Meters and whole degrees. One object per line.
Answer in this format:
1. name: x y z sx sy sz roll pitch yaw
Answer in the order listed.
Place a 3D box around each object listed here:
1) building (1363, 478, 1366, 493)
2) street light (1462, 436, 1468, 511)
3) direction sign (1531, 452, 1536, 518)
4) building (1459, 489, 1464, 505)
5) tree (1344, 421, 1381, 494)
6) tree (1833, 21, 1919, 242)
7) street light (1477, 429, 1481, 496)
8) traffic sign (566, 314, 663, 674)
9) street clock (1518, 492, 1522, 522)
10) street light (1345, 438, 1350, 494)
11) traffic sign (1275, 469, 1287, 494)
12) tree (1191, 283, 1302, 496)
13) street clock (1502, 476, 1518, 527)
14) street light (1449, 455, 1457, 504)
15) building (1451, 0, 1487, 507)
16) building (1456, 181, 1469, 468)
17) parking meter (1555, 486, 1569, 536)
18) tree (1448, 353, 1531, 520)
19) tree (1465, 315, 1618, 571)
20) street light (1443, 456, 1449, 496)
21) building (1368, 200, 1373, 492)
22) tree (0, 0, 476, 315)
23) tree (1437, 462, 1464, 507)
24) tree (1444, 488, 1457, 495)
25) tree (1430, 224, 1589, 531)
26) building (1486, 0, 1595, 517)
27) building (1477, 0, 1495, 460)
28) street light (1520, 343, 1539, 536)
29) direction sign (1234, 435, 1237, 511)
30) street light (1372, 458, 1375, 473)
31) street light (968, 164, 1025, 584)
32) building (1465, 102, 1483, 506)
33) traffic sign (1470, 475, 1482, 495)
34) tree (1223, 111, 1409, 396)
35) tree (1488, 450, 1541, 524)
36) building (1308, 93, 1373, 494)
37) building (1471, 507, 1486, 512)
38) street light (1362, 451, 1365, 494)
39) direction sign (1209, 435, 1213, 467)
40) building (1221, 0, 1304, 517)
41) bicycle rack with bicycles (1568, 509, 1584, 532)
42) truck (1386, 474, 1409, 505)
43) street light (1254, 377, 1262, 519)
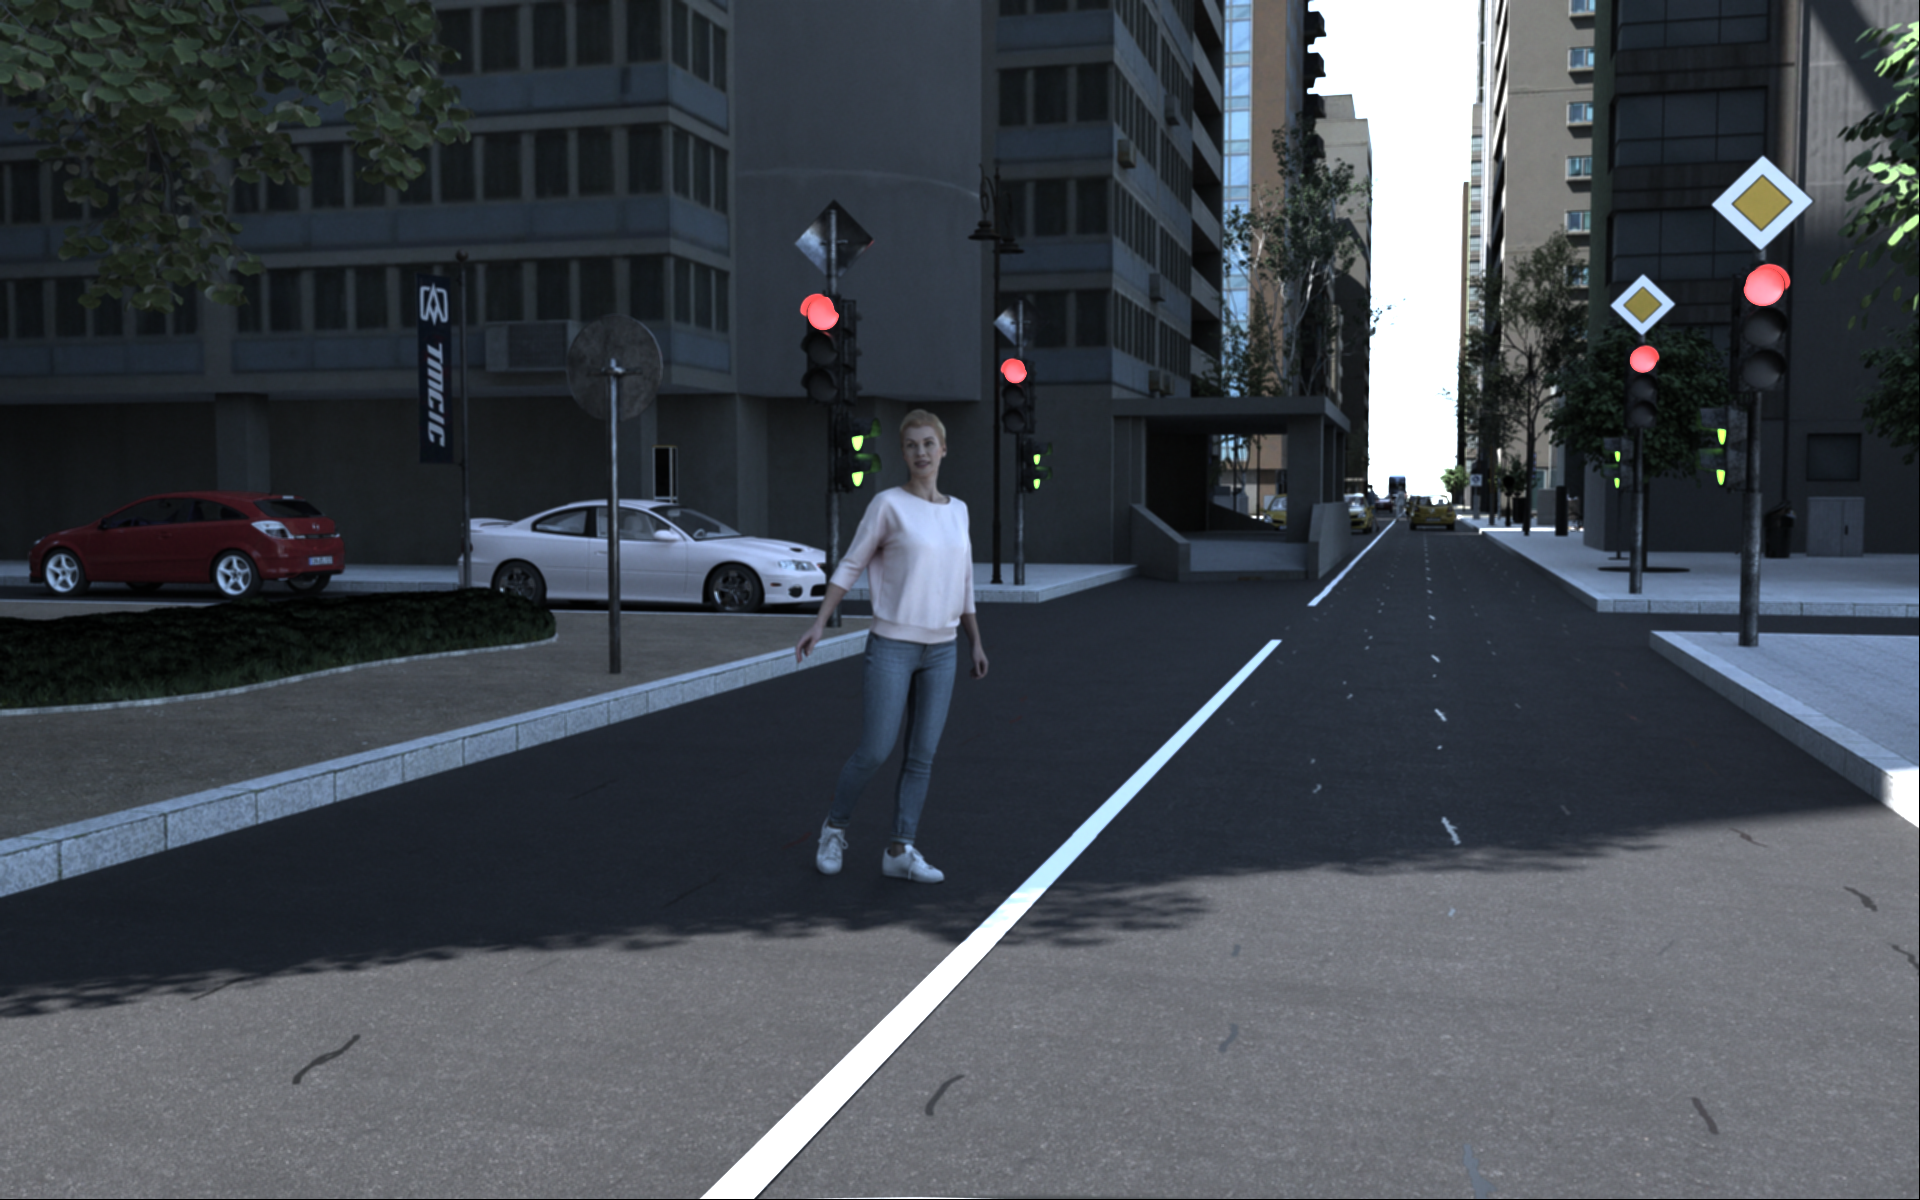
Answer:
1. building: 29.155 -30.756 194.735 32.217 40.220 23.993 1 4 15
2. street light: 37.123 -9.459 127.438 0.468 5.910 1.993 1 4 15
3. direction sign: 30.830 -6.207 93.485 0.379 3.537 0.876 -1 4 -10
4. building: 74.501 -30.986 198.496 32.217 40.220 23.993 1 4 15
5. tree: 39.031 -13.430 169.940 4.360 8.622 3.978 0 3 0
6. tree: 5.737 -1.469 7.724 4.285 4.588 4.351 0 3 0
7. street light: 28.328 -7.439 94.417 0.468 5.910 1.993 1 4 15
8. traffic sign: -2.469 -0.747 12.320 0.768 2.556 0.104 1 4 18
9. street clock: 25.033 -4.478 77.784 0.358 2.002 0.471 2 4 27
10. street light: 31.233 -10.229 140.028 0.468 5.910 1.993 1 4 15
11. traffic sign: 13.258 -4.227 71.237 0.606 2.300 0.079 1 4 19
12. tree: 10.051 -6.793 61.427 4.737 8.622 4.395 0 3 0
13. street clock: 21.665 -3.904 68.408 0.471 2.002 0.358 1 4 22
14. street light: 47.934 -11.929 167.833 0.468 5.910 1.993 1 4 15
15. building: 74.023 -47.875 221.005 20.563 71.187 20.611 1 4 15
16. building: 76.109 -36.031 239.217 14.600 45.320 14.200 1 4 15
17. parking meter: 18.454 -2.732 53.087 0.372 1.533 0.369 0 3 0
18. tree: 26.644 -8.297 86.024 4.360 8.622 3.978 0 3 0
19. tree: 11.502 -2.761 28.856 4.285 4.588 4.351 0 3 0
20. street light: 58.492 -14.364 207.645 0.468 5.910 1.993 1 4 15
21. building: 47.614 -33.541 231.983 14.154 41.232 14.086 1 4 15
22. tree: -5.097 -5.415 6.662 7.486 12.596 7.792 0 3 0
23. tree: 50.149 -11.747 175.770 4.285 4.588 4.351 0 3 0
24. tree: 56.300 -12.482 198.682 1.663 3.219 1.824 0 3 0
25. tree: 19.906 -7.650 59.484 7.601 10.594 8.767 0 4 6
26. building: 43.875 -29.445 105.131 21.300 48.544 21.600 1 4 15
27. building: 55.964 -37.145 149.324 21.231 58.520 28.212 1 4 15
28. street light: 17.506 -4.926 53.330 0.468 5.910 1.993 1 4 15
29. direction sign: 8.453 -3.745 53.226 0.379 3.537 0.876 0 4 6
30. street light: 52.378 -15.095 219.594 0.468 5.910 1.993 1 4 15
31. street light: 0.526 -3.173 24.662 0.468 5.910 1.993 1 4 15
32. building: 60.686 -30.512 182.466 14.154 41.232 14.086 1 4 15
33. traffic sign: 26.906 -5.395 90.340 0.606 2.300 0.079 2 4 24
34. tree: 16.322 -14.243 88.762 12.611 20.169 13.585 0 3 0
35. tree: 24.174 -4.931 75.222 1.663 3.219 1.824 0 3 0
36. building: 39.859 -36.189 215.389 21.300 48.544 21.600 1 4 15
37. building: 48.496 -42.022 125.319 20.563 71.187 20.611 1 4 15
38. street light: 41.706 -12.626 179.229 0.468 5.910 1.993 1 4 15
39. direction sign: 6.979 -3.533 49.767 0.379 3.537 0.876 -2 4 -27
40. building: 13.365 -27.857 105.574 14.600 45.320 14.200 1 4 15
41. bicycle rack with bicycles: 22.199 -2.813 59.370 2.925 0.926 2.852 2 4 34
42. truck: 60.305 -15.227 238.725 2.967 4.110 18.799 1 4 14
43. street light: 11.223 -5.645 65.076 0.468 5.910 1.993 1 4 15
